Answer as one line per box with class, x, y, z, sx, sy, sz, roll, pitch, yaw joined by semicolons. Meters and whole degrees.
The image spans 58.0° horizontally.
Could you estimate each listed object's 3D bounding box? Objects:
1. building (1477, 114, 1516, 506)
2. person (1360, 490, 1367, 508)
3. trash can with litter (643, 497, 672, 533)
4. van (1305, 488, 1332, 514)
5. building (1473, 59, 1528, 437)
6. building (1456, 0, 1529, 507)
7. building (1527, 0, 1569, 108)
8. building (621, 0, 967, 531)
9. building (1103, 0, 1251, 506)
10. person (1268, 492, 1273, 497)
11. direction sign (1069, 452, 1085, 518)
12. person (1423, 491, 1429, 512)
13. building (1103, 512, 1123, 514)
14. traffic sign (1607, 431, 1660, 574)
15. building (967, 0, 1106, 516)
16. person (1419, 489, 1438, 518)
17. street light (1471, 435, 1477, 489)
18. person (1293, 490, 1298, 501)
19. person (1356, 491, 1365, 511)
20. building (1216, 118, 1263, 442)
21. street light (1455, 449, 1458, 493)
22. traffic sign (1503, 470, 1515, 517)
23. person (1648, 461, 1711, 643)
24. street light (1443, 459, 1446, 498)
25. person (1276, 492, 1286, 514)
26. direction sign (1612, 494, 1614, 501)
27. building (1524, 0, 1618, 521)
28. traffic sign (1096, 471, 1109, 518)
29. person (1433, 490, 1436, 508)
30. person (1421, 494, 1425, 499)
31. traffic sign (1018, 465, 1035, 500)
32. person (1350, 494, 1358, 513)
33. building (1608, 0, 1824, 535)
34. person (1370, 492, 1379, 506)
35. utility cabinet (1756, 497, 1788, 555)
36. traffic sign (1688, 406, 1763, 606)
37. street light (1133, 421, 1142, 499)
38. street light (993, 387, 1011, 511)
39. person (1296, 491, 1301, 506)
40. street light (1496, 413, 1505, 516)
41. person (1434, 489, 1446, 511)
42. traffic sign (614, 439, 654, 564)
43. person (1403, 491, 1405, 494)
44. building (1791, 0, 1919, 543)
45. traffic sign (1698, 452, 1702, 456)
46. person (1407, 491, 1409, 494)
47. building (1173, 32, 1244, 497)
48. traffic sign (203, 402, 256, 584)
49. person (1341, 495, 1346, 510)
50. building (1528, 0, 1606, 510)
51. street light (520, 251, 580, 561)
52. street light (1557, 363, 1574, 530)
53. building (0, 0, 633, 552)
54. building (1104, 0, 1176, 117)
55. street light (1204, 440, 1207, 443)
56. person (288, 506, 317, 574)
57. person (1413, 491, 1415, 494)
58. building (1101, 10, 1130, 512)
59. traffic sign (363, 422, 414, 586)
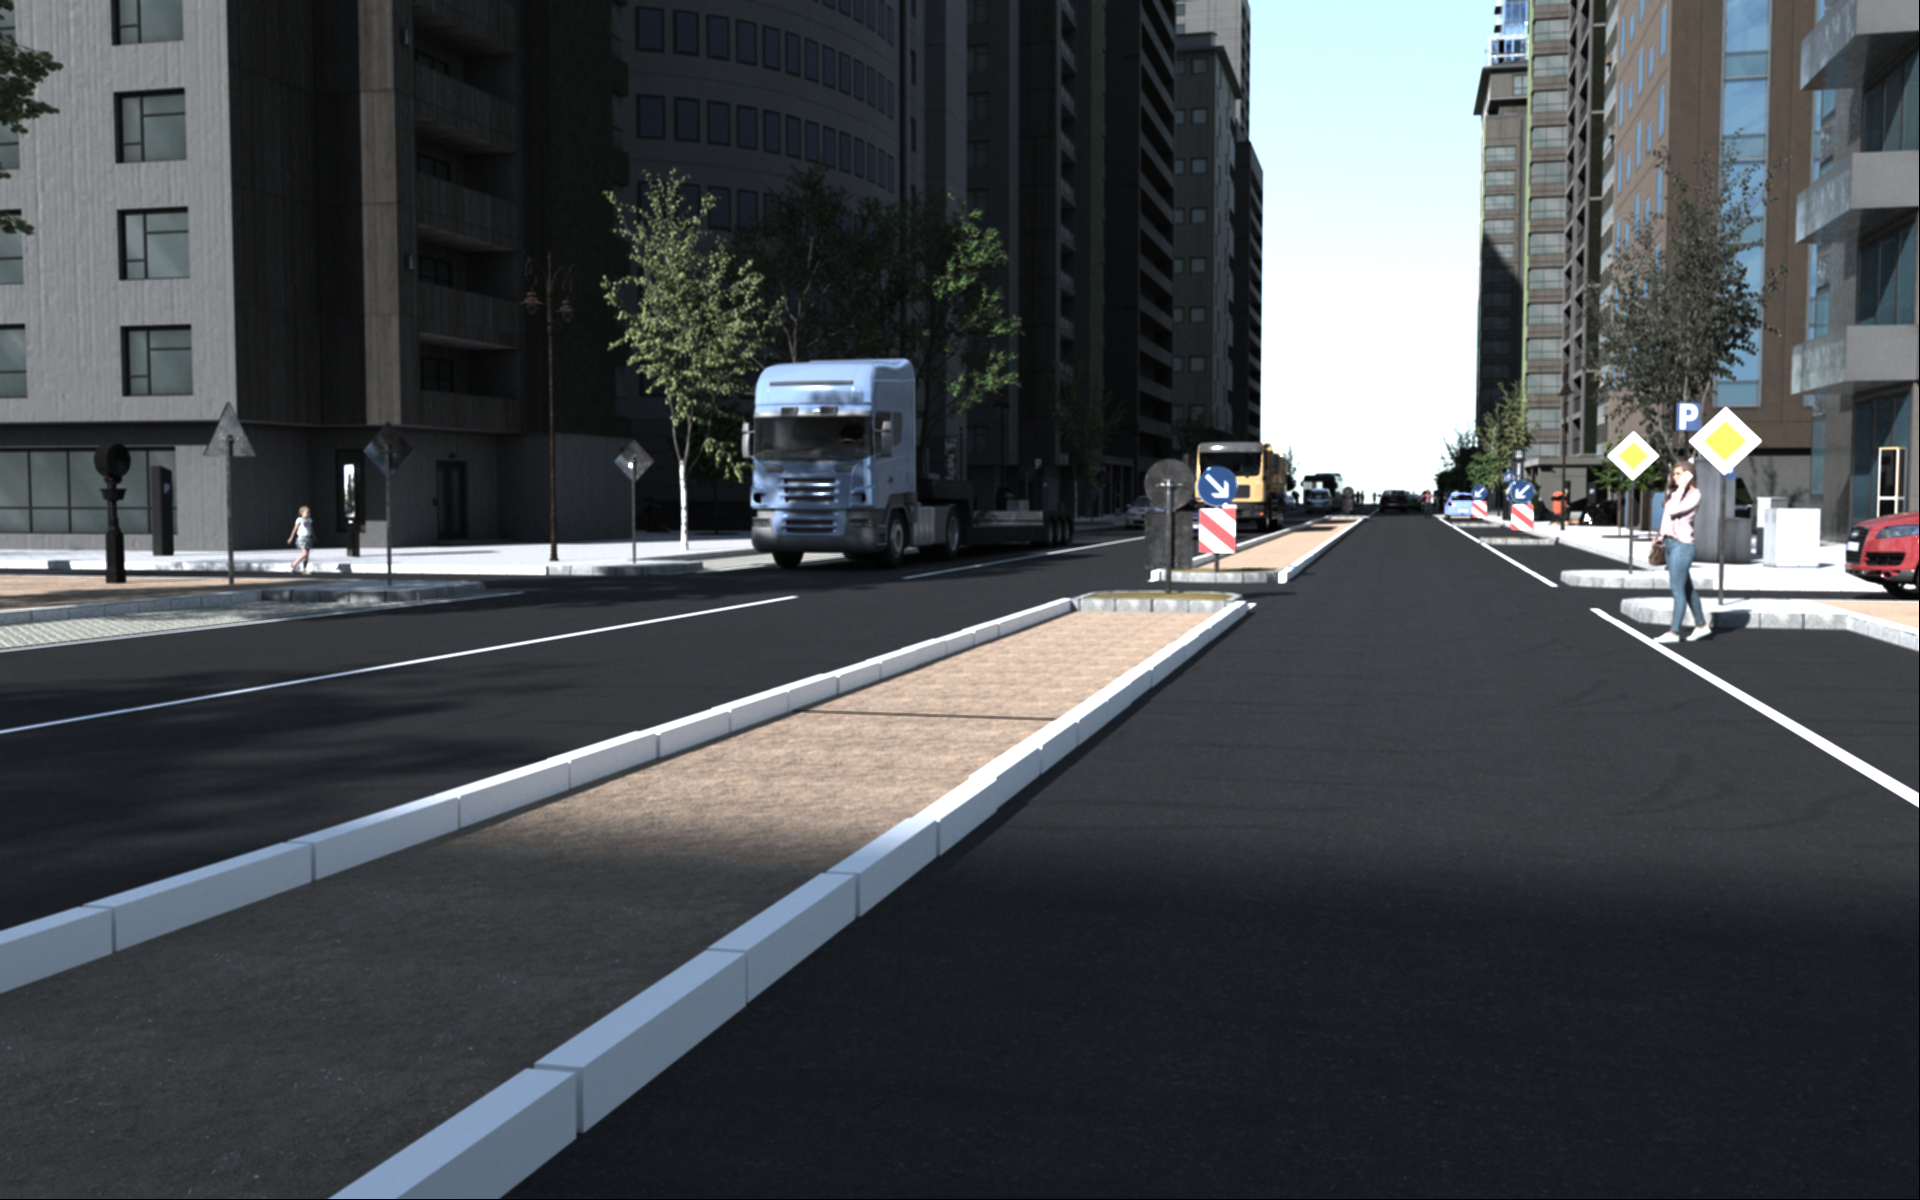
building;63.770;-30.872;188.345;14.154;41.232;14.086;1;4;14
person;41.228;-10.313;176.988;0.599;1.838;0.709;-1;4;-11
trash can with litter;-10.108;-2.854;58.047;1.055;1.170;0.624;2;4;32
van;26.441;-7.373;127.565;2.013;2.044;4.112;1;4;16
building;76.219;-37.745;206.369;28.713;52.752;27.495;1;4;14
building;80.054;-56.380;234.481;22.319;86.520;31.000;1;4;14
building;49.616;-27.303;130.000;14.154;41.232;14.086;1;4;14
building;-13.274;-32.429;72.219;21.231;58.520;28.212;1;4;14
building;32.955;-49.577;248.835;20.563;71.187;20.611;1;4;14
person;18.848;-5.852;104.961;0.721;1.735;1.217;3;5;43
direction sign;6.268;-6.165;92.799;0.876;3.537;0.379;0;4;-8
person;37.668;-7.989;139.921;0.445;1.727;0.742;1;4;17
building;1.183;-41.562;117.786;20.563;71.187;20.611;1;4;14
traffic sign;10.715;-1.467;27.627;0.795;2.450;0.064;1;4;14
building;0.259;-25.428;99.344;14.154;41.232;14.086;1;4;14
person;28.201;-5.819;104.365;1.217;1.743;0.721;1;4;14
street light;40.142;-9.953;135.518;0.468;5.910;1.993;1;4;14
person;34.048;-10.263;176.311;0.705;1.822;1.348;3;5;45
person;34.160;-8.518;148.493;1.217;1.735;0.721;3;4;39
building;28.318;-37.019;228.968;21.300;48.544;21.600;1;4;14
street light;49.603;-12.259;173.219;0.468;5.910;1.993;1;4;14
traffic sign;28.785;-5.532;90.558;0.768;2.556;0.104;1;4;20
person;7.026;-0.470;16.776;0.643;1.750;0.593;0;4;1
street light;60.783;-14.956;217.317;0.468;5.910;1.993;1;4;14
person;22.902;-7.037;123.430;0.709;1.838;0.599;2;4;26
direction sign;27.628;-4.971;73.281;0.379;3.537;0.876;1;4;22
building;44.824;-23.969;83.768;32.217;40.220;23.993;1;4;14
traffic sign;7.720;-5.739;93.943;0.768;2.556;0.104;1;4;23
person;47.667;-10.109;173.798;0.705;1.823;1.348;1;4;14
person;60.150;-13.156;223.685;1.350;1.814;0.705;2;4;33
traffic sign;2.879;-4.585;75.064;0.768;2.556;0.104;1;4;20
person;30.344;-7.637;134.066;1.217;1.736;0.721;-2;4;-24
building;30.385;-24.960;58.211;14.600;45.320;14.200;1;4;14
person;50.082;-12.241;209.349;1.217;1.736;0.721;0;4;-2
utility cabinet;17.180;-1.557;36.626;0.306;1.237;1.020;3;5;44
traffic sign;8.757;-0.993;19.885;0.795;2.450;0.064;1;4;14
street light;10.893;-8.193;106.743;0.468;5.910;1.993;1;4;14
street light;1.719;-5.976;70.490;0.468;5.910;1.993;1;4;14
person;42.072;-12.693;216.112;1.350;1.814;0.705;-2;4;-33
street light;30.893;-7.727;99.127;0.468;5.910;1.993;1;4;14
person;39.992;-8.286;143.912;0.705;1.831;1.348;-2;4;-33
traffic sign;-5.999;-1.726;31.861;0.795;2.450;0.064;1;4;14
person;44.385;-10.044;173.277;0.990;1.755;0.434;2;4;34
building;34.008;-25.405;34.974;30.456;49.044;23.786;1;4;14
traffic sign;14.583;-2.032;33.322;0.768;2.556;0.104;1;4;21
person;47.902;-10.733;184.770;0.721;1.735;1.217;2;4;29
building;18.074;-37.732;206.150;28.713;52.752;27.495;1;4;14
traffic sign;-10.356;-1.501;24.544;0.884;2.594;0.081;1;4;17
person;33.756;-8.857;153.834;1.217;1.766;0.721;0;4;6
building;48.623;-41.176;111.476;20.563;71.187;20.611;1;4;14
street light;-7.797;-3.688;33.089;0.468;5.910;1.993;1;4;14
street light;21.412;-5.417;61.353;0.468;5.910;1.993;1;4;14
building;-17.925;-16.668;44.229;14.160;30.474;14.107;1;4;14
building;5.356;-31.558;139.678;21.300;48.544;21.600;1;4;14
street light;20.447;-10.496;144.403;0.468;5.910;1.993;1;4;14
person;-11.768;-1.073;31.052;0.382;1.210;0.505;1;4;19
person;43.887;-9.687;167.402;1.217;1.766;0.721;3;5;44
building;10.678;-44.105;159.373;20.563;71.187;20.611;1;4;14
traffic sign;-7.958;-1.252;24.119;0.795;2.450;0.064;1;4;14
